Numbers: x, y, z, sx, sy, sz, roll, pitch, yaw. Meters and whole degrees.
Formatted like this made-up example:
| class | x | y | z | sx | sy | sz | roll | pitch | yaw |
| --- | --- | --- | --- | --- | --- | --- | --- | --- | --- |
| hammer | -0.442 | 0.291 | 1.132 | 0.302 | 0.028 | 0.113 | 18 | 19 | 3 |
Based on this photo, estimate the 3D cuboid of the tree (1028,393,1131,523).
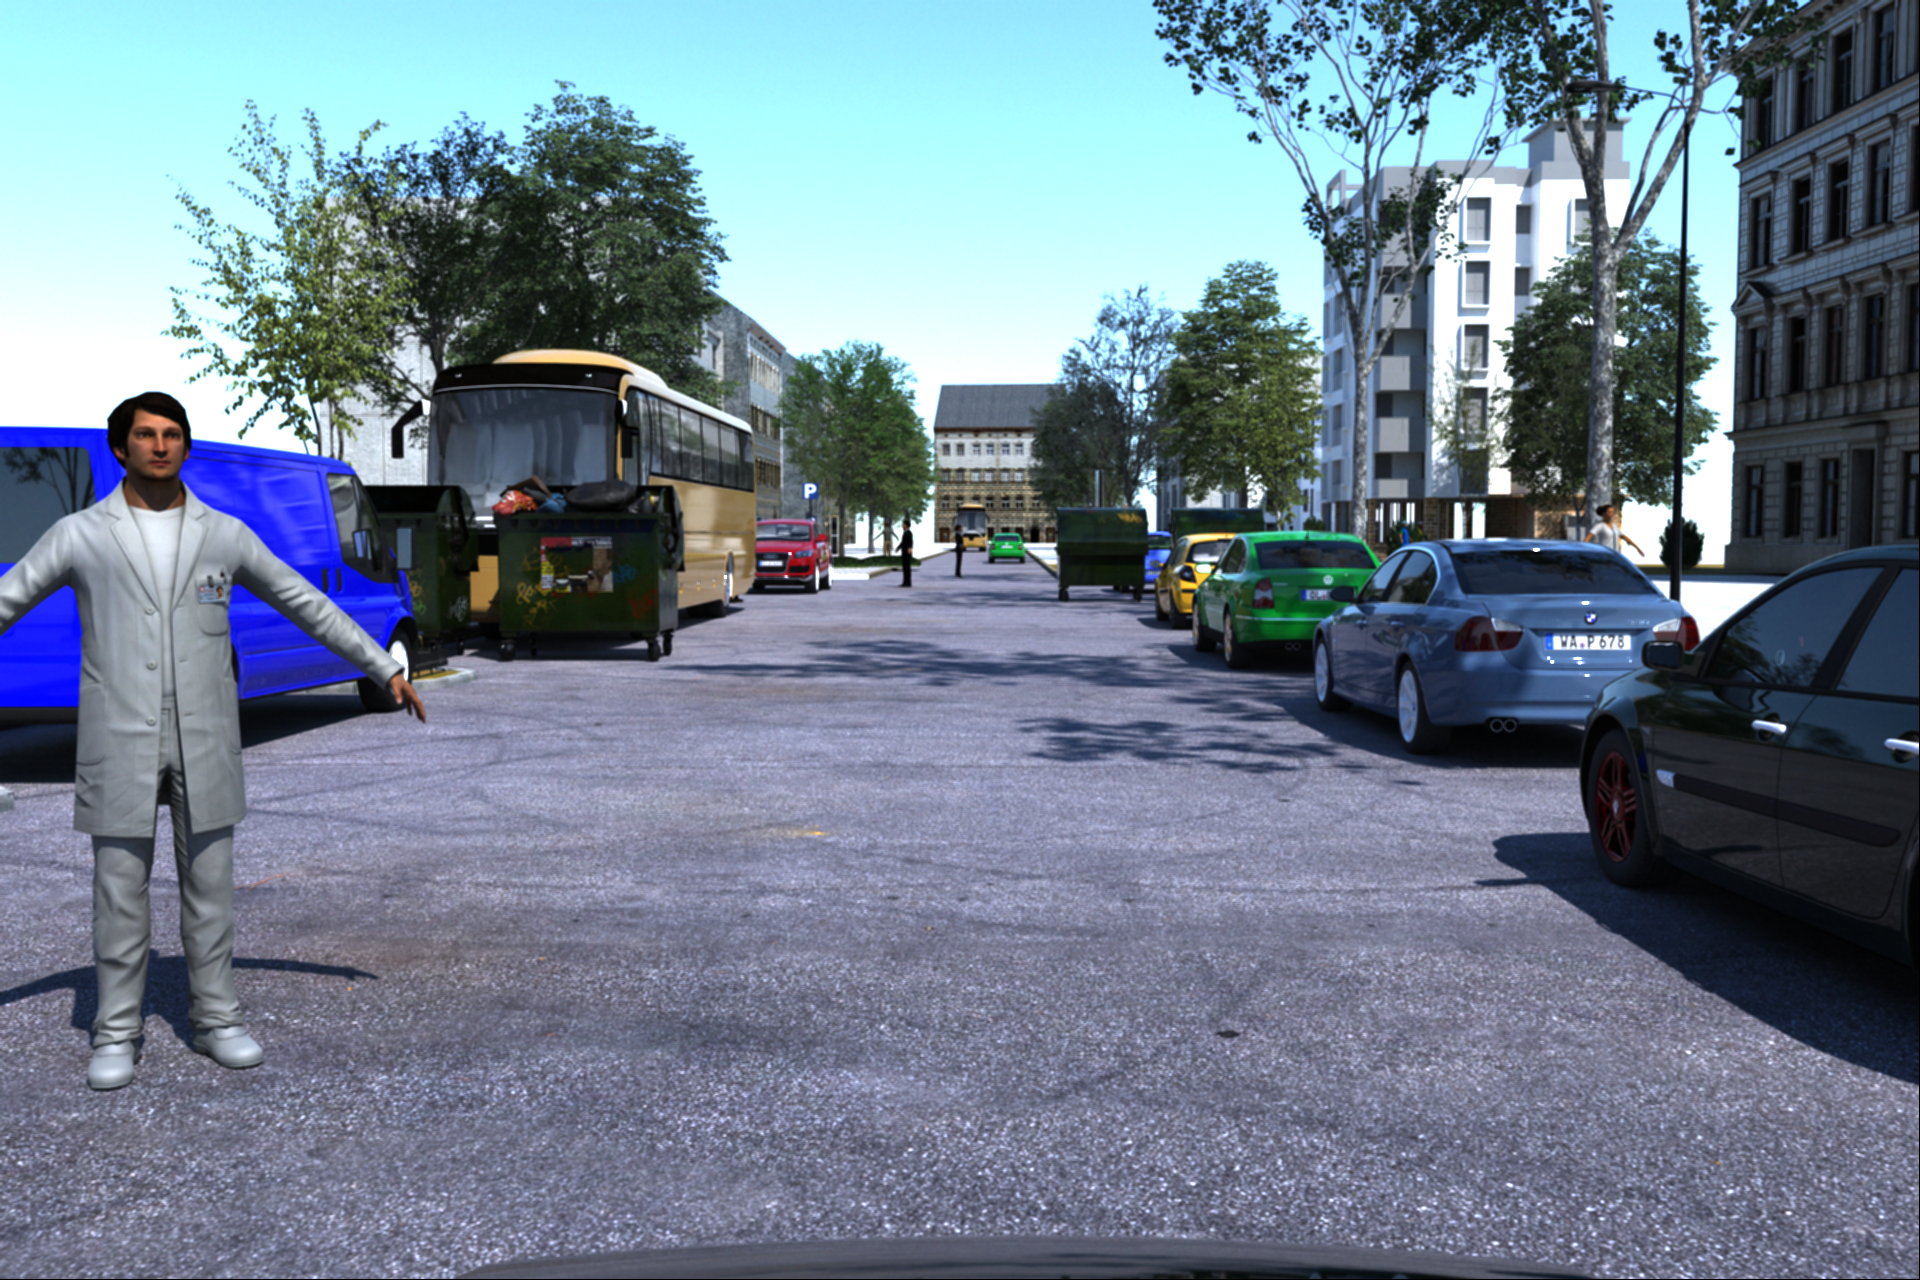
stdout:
| class | x | y | z | sx | sy | sz | roll | pitch | yaw |
| --- | --- | --- | --- | --- | --- | --- | --- | --- | --- |
| tree | 10.348 | -14.824 | 149.024 | 9.857 | 13.997 | 8.962 | 0 | 3 | 0 |

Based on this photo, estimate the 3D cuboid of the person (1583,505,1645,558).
| class | x | y | z | sx | sy | sz | roll | pitch | yaw |
| --- | --- | --- | --- | --- | --- | --- | --- | --- | --- |
| person | 10.046 | -1.221 | 26.729 | 1.217 | 1.739 | 0.721 | -1 | 4 | -20 |

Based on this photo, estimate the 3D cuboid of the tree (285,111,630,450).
| class | x | y | z | sx | sy | sz | roll | pitch | yaw |
| --- | --- | --- | --- | --- | --- | --- | --- | --- | --- |
| tree | -10.746 | -6.304 | 37.486 | 8.767 | 10.594 | 7.601 | 1 | 4 | 23 |

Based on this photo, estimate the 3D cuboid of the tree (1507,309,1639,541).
| class | x | y | z | sx | sy | sz | roll | pitch | yaw |
| --- | --- | --- | --- | --- | --- | --- | --- | --- | --- |
| tree | 20.271 | -6.478 | 56.279 | 4.360 | 8.622 | 3.978 | 0 | 3 | 0 |

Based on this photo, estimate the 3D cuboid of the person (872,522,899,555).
| class | x | y | z | sx | sy | sz | roll | pitch | yaw |
| --- | --- | --- | --- | --- | --- | --- | --- | --- | --- |
| person | -3.185 | -4.226 | 75.369 | 1.348 | 1.796 | 0.705 | -2 | 4 | -32 |

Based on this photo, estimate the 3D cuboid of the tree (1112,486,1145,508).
| class | x | y | z | sx | sy | sz | roll | pitch | yaw |
| --- | --- | --- | --- | --- | --- | --- | --- | --- | --- |
| tree | 23.243 | -19.283 | 249.684 | 7.601 | 10.594 | 8.767 | 0 | 4 | 7 |

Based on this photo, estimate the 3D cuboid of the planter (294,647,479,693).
| class | x | y | z | sx | sy | sz | roll | pitch | yaw |
| --- | --- | --- | --- | --- | --- | --- | --- | --- | --- |
| planter | -5.741 | 0.280 | 16.569 | 1.991 | 0.319 | 1.994 | 0 | 4 | 2 |

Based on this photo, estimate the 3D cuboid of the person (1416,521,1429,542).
| class | x | y | z | sx | sy | sz | roll | pitch | yaw |
| --- | --- | --- | --- | --- | --- | --- | --- | --- | --- |
| person | 20.029 | -4.245 | 75.379 | 0.705 | 1.833 | 1.349 | 3 | 5 | 42 |

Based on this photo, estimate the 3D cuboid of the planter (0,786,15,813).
| class | x | y | z | sx | sy | sz | roll | pitch | yaw |
| --- | --- | --- | --- | --- | --- | --- | --- | --- | --- |
| planter | -5.926 | 0.770 | 8.550 | 1.991 | 0.319 | 1.994 | 0 | 4 | 1 |

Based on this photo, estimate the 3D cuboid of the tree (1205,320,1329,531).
| class | x | y | z | sx | sy | sz | roll | pitch | yaw |
| --- | --- | --- | --- | --- | --- | --- | --- | --- | --- |
| tree | 10.653 | -6.629 | 58.739 | 4.737 | 8.622 | 4.395 | 0 | 3 | 0 |

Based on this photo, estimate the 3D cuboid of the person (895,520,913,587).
| class | x | y | z | sx | sy | sz | roll | pitch | yaw |
| --- | --- | --- | --- | --- | --- | --- | --- | --- | --- |
| person | -1.473 | -2.335 | 46.821 | 0.705 | 1.806 | 1.347 | -1 | 4 | -18 |

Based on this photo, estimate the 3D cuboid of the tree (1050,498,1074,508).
| class | x | y | z | sx | sy | sz | roll | pitch | yaw |
| --- | --- | --- | --- | --- | --- | --- | --- | --- | --- |
| tree | 10.142 | -12.742 | 158.695 | 4.737 | 8.622 | 4.395 | 0 | 3 | 0 |

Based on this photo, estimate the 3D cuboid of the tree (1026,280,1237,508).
| class | x | y | z | sx | sy | sz | roll | pitch | yaw |
| --- | --- | --- | --- | --- | --- | --- | --- | --- | --- |
| tree | 8.346 | -10.662 | 84.694 | 12.009 | 13.543 | 11.850 | 0 | 3 | 0 |

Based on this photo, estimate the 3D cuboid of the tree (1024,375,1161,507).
| class | x | y | z | sx | sy | sz | roll | pitch | yaw |
| --- | --- | --- | --- | --- | --- | --- | --- | --- | --- |
| tree | 9.952 | -13.457 | 130.394 | 12.009 | 13.543 | 11.850 | 0 | 3 | 0 |

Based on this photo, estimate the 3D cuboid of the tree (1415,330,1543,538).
| class | x | y | z | sx | sy | sz | roll | pitch | yaw |
| --- | --- | --- | --- | --- | --- | --- | --- | --- | --- |
| tree | 18.161 | -6.873 | 62.742 | 4.360 | 8.622 | 3.978 | 0 | 3 | 0 |

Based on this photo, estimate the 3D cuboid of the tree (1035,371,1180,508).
| class | x | y | z | sx | sy | sz | roll | pitch | yaw |
| --- | --- | --- | --- | --- | --- | --- | --- | --- | --- |
| tree | 8.676 | -10.007 | 98.031 | 8.767 | 10.594 | 7.601 | -1 | 4 | -18 |

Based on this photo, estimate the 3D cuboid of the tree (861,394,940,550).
| class | x | y | z | sx | sy | sz | roll | pitch | yaw |
| --- | --- | --- | --- | --- | --- | --- | --- | --- | --- |
| tree | -5.444 | -13.456 | 138.131 | 7.486 | 12.596 | 7.792 | 0 | 3 | 0 |

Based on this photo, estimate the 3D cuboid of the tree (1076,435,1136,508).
| class | x | y | z | sx | sy | sz | roll | pitch | yaw |
| --- | --- | --- | --- | --- | --- | --- | --- | --- | --- |
| tree | 9.345 | -10.290 | 118.600 | 4.360 | 8.622 | 3.978 | 0 | 3 | 0 |

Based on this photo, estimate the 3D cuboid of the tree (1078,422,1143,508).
| class | x | y | z | sx | sy | sz | roll | pitch | yaw |
| --- | --- | --- | --- | --- | --- | --- | --- | --- | --- |
| tree | 8.895 | -9.597 | 107.271 | 4.360 | 8.622 | 3.978 | 0 | 3 | 0 |

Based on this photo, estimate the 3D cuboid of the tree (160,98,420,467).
| class | x | y | z | sx | sy | sz | roll | pitch | yaw |
| --- | --- | --- | --- | --- | --- | --- | --- | --- | --- |
| tree | -10.940 | -4.822 | 29.199 | 4.737 | 8.622 | 4.395 | 0 | 3 | 0 |

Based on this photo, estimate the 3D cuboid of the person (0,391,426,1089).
| class | x | y | z | sx | sy | sz | roll | pitch | yaw |
| --- | --- | --- | --- | --- | --- | --- | --- | --- | --- |
| person | -2.127 | 0.246 | 4.619 | 1.347 | 1.806 | 0.705 | -2 | 4 | -34 |

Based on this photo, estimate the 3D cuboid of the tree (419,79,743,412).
| class | x | y | z | sx | sy | sz | roll | pitch | yaw |
| --- | --- | --- | --- | --- | --- | --- | --- | --- | --- |
| tree | -11.023 | -8.808 | 50.658 | 9.857 | 13.997 | 8.962 | 0 | 3 | 0 |

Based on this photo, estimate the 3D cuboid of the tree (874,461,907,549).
| class | x | y | z | sx | sy | sz | roll | pitch | yaw |
| --- | --- | --- | --- | --- | --- | --- | --- | --- | --- |
| tree | -5.706 | -12.030 | 147.045 | 4.737 | 8.622 | 4.395 | 0 | 3 | 0 |

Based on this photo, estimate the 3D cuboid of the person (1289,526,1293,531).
| class | x | y | z | sx | sy | sz | roll | pitch | yaw |
| --- | --- | --- | --- | --- | --- | --- | --- | --- | --- |
| person | 18.084 | -5.357 | 94.300 | 1.216 | 1.740 | 0.721 | -1 | 4 | -17 |

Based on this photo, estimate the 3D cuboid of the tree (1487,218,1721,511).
| class | x | y | z | sx | sy | sz | roll | pitch | yaw |
| --- | --- | --- | --- | --- | --- | --- | --- | --- | --- |
| tree | 26.581 | -10.066 | 71.236 | 9.857 | 13.997 | 8.962 | 0 | 3 | 0 |

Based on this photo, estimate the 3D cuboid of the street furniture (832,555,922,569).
| class | x | y | z | sx | sy | sz | roll | pitch | yaw |
| --- | --- | --- | --- | --- | --- | --- | --- | --- | --- |
| street furniture | -6.631 | -3.130 | 66.809 | 10.072 | 0.657 | 5.734 | 0 | 4 | 6 |

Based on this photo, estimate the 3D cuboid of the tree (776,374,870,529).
| class | x | y | z | sx | sy | sz | roll | pitch | yaw |
| --- | --- | --- | --- | --- | --- | --- | --- | --- | --- |
| tree | -6.816 | -7.921 | 79.879 | 4.360 | 8.622 | 3.978 | 0 | 3 | 0 |

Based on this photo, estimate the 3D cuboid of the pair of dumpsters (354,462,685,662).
| class | x | y | z | sx | sy | sz | roll | pitch | yaw |
| --- | --- | --- | --- | --- | --- | --- | --- | --- | --- |
| pair of dumpsters | -5.466 | -0.913 | 19.871 | 4.436 | 2.255 | 1.574 | 0 | 4 | 2 |

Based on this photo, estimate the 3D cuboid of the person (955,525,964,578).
| class | x | y | z | sx | sy | sz | roll | pitch | yaw |
| --- | --- | --- | --- | --- | --- | --- | --- | --- | --- |
| person | 0.041 | -2.931 | 57.104 | 0.721 | 1.740 | 1.216 | 0 | 4 | -1 |

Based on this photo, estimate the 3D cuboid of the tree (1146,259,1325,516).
| class | x | y | z | sx | sy | sz | roll | pitch | yaw |
| --- | --- | --- | --- | --- | --- | --- | --- | --- | --- |
| tree | 11.513 | -9.429 | 72.296 | 7.486 | 12.596 | 7.792 | 0 | 3 | 0 |

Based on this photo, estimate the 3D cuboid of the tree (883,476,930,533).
| class | x | y | z | sx | sy | sz | roll | pitch | yaw |
| --- | --- | --- | --- | --- | --- | --- | --- | --- | --- |
| tree | -7.689 | -20.410 | 251.826 | 7.486 | 12.596 | 7.792 | 0 | 3 | 0 |

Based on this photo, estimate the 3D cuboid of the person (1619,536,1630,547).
| class | x | y | z | sx | sy | sz | roll | pitch | yaw |
| --- | --- | --- | --- | --- | --- | --- | --- | --- | --- |
| person | 18.604 | -2.675 | 49.910 | 1.345 | 1.807 | 0.704 | 1 | 4 | 17 |

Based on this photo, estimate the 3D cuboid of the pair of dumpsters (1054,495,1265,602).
| class | x | y | z | sx | sy | sz | roll | pitch | yaw |
| --- | --- | --- | --- | --- | --- | --- | --- | --- | --- |
| pair of dumpsters | 4.228 | -1.961 | 37.015 | 4.436 | 2.255 | 1.574 | 0 | 4 | 0 |

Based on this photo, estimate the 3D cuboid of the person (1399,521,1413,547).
| class | x | y | z | sx | sy | sz | roll | pitch | yaw |
| --- | --- | --- | --- | --- | --- | --- | --- | --- | --- |
| person | 17.676 | -3.833 | 68.790 | 0.704 | 1.817 | 1.347 | 2 | 4 | 31 |

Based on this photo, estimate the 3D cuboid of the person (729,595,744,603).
| class | x | y | z | sx | sy | sz | roll | pitch | yaw |
| --- | --- | --- | --- | --- | --- | --- | --- | --- | --- |
| person | -4.730 | -1.710 | 36.197 | 0.705 | 1.856 | 1.354 | 1 | 4 | 17 |
